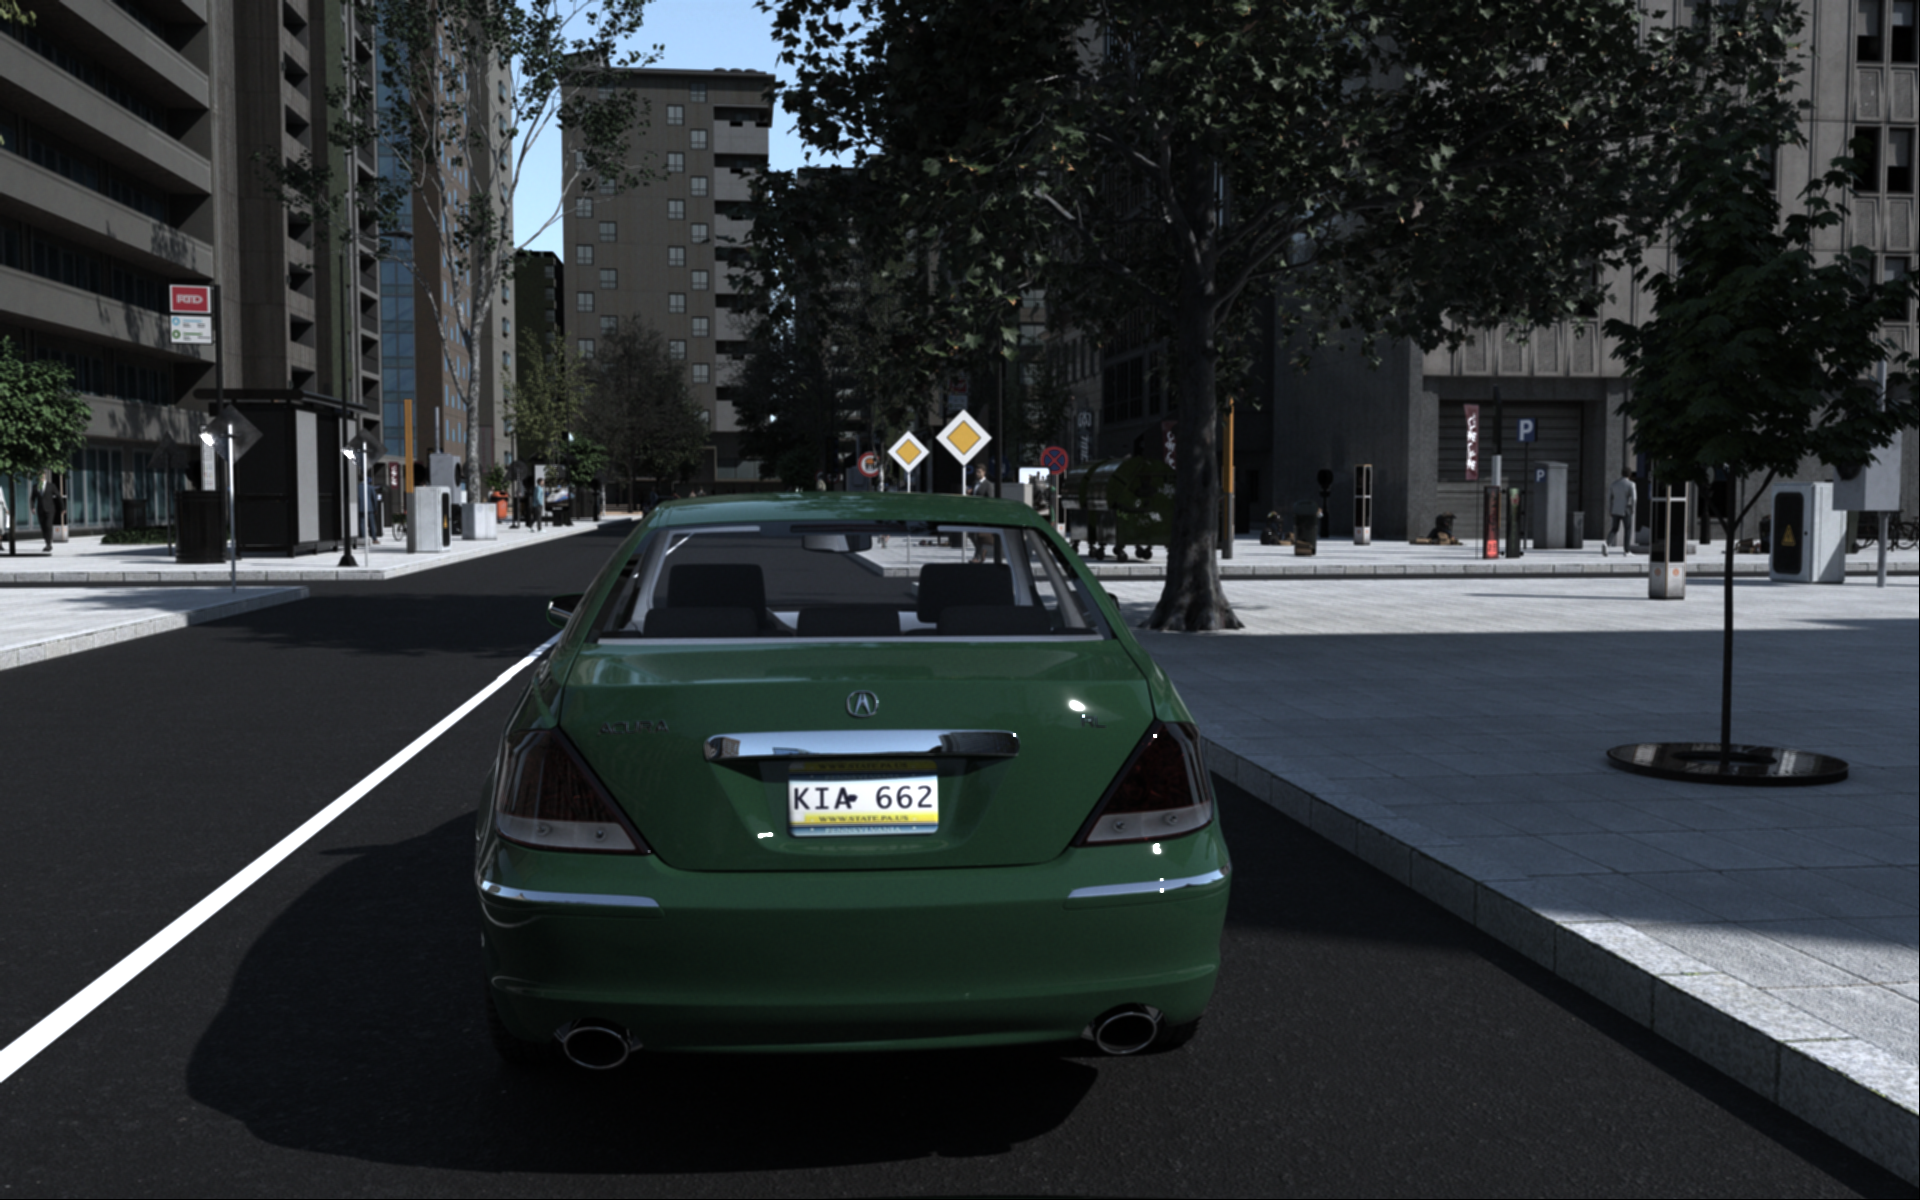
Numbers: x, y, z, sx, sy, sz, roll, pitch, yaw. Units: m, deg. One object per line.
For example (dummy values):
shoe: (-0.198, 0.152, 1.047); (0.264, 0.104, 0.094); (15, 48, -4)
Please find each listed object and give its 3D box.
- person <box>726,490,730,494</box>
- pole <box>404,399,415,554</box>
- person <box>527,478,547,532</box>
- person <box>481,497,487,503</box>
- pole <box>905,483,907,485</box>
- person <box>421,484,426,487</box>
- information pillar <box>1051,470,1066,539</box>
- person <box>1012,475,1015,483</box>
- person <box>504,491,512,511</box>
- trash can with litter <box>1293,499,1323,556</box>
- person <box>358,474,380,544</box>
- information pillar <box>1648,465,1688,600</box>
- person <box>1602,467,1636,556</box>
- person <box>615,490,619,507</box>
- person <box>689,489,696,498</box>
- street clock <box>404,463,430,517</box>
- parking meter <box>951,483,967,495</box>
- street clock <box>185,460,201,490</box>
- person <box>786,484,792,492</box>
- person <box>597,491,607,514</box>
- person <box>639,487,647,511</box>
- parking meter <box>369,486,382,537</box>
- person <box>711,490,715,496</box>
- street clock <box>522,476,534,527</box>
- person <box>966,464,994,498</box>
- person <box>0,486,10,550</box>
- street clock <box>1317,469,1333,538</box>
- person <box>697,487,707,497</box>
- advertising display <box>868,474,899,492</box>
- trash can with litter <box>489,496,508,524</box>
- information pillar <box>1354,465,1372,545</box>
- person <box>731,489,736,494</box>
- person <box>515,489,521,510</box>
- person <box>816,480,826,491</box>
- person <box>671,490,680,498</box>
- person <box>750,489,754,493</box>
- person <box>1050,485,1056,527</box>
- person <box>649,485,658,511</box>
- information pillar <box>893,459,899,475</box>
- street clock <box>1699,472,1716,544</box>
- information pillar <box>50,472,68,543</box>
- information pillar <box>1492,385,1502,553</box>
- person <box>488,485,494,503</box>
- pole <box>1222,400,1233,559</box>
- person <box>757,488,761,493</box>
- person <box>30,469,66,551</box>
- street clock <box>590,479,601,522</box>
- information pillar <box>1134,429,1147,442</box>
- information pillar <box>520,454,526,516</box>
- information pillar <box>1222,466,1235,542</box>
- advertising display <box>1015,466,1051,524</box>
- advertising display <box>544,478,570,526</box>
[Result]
person: (-17.140, -7.207, 127.123); (0.721, 1.735, 1.217); (-1, 4, -10)
pole: (-11.846, -2.656, 37.274); (0.158, 3.312, 0.155); (0, 3, 0)
person: (-14.262, -3.196, 58.311); (0.620, 1.820, 0.660); (-2, 4, -31)
person: (-22.510, -4.275, 81.431); (0.738, 1.151, 1.012); (0, 4, 1)
pole: (-2.936, -6.199, 95.193); (0.158, 3.312, 0.155); (0, 3, 0)
person: (-27.404, -5.047, 88.826); (0.793, 1.790, 0.793); (0, 4, -7)
information pillar: (2.748, -2.685, 48.389); (0.304, 2.012, 0.304); (-2, 4, -31)
person: (1.421, -2.204, 42.634); (0.362, 1.759, 0.519); (1, 4, 12)
person: (-33.645, -7.490, 128.464); (0.705, 1.831, 1.348); (1, 4, 13)
trash can with litter: (7.253, -1.512, 36.107); (0.624, 1.170, 1.055); (1, 4, 11)
person: (-15.238, -2.336, 44.423); (0.721, 1.800, 0.419); (-2, 4, -24)
information pillar: (8.607, -1.012, 21.040); (0.304, 2.012, 0.304); (-1, 4, -21)
person: (13.562, -1.814, 35.555); (0.795, 1.843, 0.661); (-2, 4, -35)
person: (-35.098, -10.411, 176.942); (0.721, 1.739, 1.217); (0, 4, 1)
person: (-17.122, -6.206, 110.497); (0.617, 1.759, 0.750); (-2, 4, -28)
street clock: (-12.783, -2.208, 40.676); (0.471, 2.002, 0.358); (-3, 5, -42)
parking meter: (-0.032, -2.009, 41.263); (0.372, 1.533, 0.369); (0, 3, 0)
street clock: (-16.176, -1.971, 36.800); (0.358, 2.002, 0.471); (2, 4, 24)
person: (-7.058, -3.772, 70.184); (0.620, 1.820, 0.660); (-1, 4, -13)
person: (-23.017, -6.328, 109.592); (1.350, 1.814, 0.705); (0, 4, -1)
person: (-23.664, -7.509, 128.947); (0.705, 1.807, 1.348); (-2, 4, -33)
parking meter: (-17.478, -2.652, 51.767); (0.372, 1.533, 0.369); (0, 3, 0)
person: (-18.949, -7.517, 132.124); (0.721, 1.735, 1.217); (0, 4, -1)
street clock: (-16.964, -3.886, 68.105); (0.358, 2.002, 0.471); (2, 4, 25)
person: (0.382, -1.568, 31.643); (0.622, 1.834, 0.822); (2, 4, 33)
person: (-22.071, -2.030, 39.592); (0.694, 1.780, 0.624); (-2, 4, -31)
street clock: (10.700, -2.827, 50.794); (0.358, 2.002, 0.471); (-2, 4, -26)
person: (-14.037, -5.245, 94.219); (0.622, 1.834, 0.822); (-1, 4, -20)
advertising display: (-2.418, -3.049, 55.058); (0.974, 1.923, 0.123); (0, 4, 0)
trash can with litter: (-20.269, -3.872, 74.357); (1.678, 1.210, 2.233); (0, 4, -3)
information pillar: (10.122, -2.389, 43.547); (0.304, 2.012, 0.304); (-3, 5, -41)
person: (-18.380, -8.084, 140.608); (1.348, 1.831, 0.705); (-2, 4, -33)
person: (-35.718, -8.152, 139.998); (0.621, 1.740, 0.551); (-3, 5, -41)
person: (-3.803, -2.295, 46.210); (0.526, 1.800, 0.537); (2, 4, 30)
person: (-19.980, -6.866, 121.439); (1.217, 1.739, 0.721); (2, 4, 23)
person: (-12.335, -5.744, 103.248); (0.643, 1.720, 0.563); (-3, 5, -44)
person: (2.166, -2.318, 44.185); (0.529, 1.795, 0.600); (0, 4, -3)
person: (-13.504, -4.135, 76.133); (0.654, 1.822, 0.581); (2, 4, 29)
information pillar: (-3.298, -6.009, 89.609); (0.183, 3.616, 0.504); (-3, 5, -39)
street clock: (19.027, -2.423, 44.182); (0.471, 2.002, 0.358); (-3, 4, -37)
information pillar: (-23.808, -2.525, 45.769); (0.304, 2.012, 0.304); (0, 4, -3)
information pillar: (11.471, -2.795, 37.049); (0.183, 3.616, 0.504); (0, 4, 5)
person: (-22.829, -4.739, 84.535); (0.522, 1.701, 0.512); (2, 4, 25)
pole: (5.272, -2.462, 34.104); (0.158, 3.312, 0.155); (0, 3, 0)
person: (-11.808, -5.602, 100.371); (0.573, 1.790, 0.520); (-1, 4, -18)
person: (-20.496, -2.017, 38.798); (0.659, 1.850, 0.755); (0, 4, -7)
street clock: (-16.971, -4.654, 80.667); (0.471, 2.002, 0.358); (1, 4, 19)
information pillar: (6.488, -4.335, 62.231); (0.504, 3.616, 0.183); (0, 4, -6)
information pillar: (-25.757, -6.776, 102.135); (0.504, 3.616, 0.183); (3, 5, 45)
information pillar: (7.137, -2.545, 46.108); (0.304, 2.012, 0.304); (1, 4, 16)
advertising display: (1.661, -2.091, 39.410); (0.974, 1.923, 0.123); (-3, 4, -37)
advertising display: (-15.959, -3.878, 68.618); (0.974, 1.923, 0.123); (-1, 4, -10)
